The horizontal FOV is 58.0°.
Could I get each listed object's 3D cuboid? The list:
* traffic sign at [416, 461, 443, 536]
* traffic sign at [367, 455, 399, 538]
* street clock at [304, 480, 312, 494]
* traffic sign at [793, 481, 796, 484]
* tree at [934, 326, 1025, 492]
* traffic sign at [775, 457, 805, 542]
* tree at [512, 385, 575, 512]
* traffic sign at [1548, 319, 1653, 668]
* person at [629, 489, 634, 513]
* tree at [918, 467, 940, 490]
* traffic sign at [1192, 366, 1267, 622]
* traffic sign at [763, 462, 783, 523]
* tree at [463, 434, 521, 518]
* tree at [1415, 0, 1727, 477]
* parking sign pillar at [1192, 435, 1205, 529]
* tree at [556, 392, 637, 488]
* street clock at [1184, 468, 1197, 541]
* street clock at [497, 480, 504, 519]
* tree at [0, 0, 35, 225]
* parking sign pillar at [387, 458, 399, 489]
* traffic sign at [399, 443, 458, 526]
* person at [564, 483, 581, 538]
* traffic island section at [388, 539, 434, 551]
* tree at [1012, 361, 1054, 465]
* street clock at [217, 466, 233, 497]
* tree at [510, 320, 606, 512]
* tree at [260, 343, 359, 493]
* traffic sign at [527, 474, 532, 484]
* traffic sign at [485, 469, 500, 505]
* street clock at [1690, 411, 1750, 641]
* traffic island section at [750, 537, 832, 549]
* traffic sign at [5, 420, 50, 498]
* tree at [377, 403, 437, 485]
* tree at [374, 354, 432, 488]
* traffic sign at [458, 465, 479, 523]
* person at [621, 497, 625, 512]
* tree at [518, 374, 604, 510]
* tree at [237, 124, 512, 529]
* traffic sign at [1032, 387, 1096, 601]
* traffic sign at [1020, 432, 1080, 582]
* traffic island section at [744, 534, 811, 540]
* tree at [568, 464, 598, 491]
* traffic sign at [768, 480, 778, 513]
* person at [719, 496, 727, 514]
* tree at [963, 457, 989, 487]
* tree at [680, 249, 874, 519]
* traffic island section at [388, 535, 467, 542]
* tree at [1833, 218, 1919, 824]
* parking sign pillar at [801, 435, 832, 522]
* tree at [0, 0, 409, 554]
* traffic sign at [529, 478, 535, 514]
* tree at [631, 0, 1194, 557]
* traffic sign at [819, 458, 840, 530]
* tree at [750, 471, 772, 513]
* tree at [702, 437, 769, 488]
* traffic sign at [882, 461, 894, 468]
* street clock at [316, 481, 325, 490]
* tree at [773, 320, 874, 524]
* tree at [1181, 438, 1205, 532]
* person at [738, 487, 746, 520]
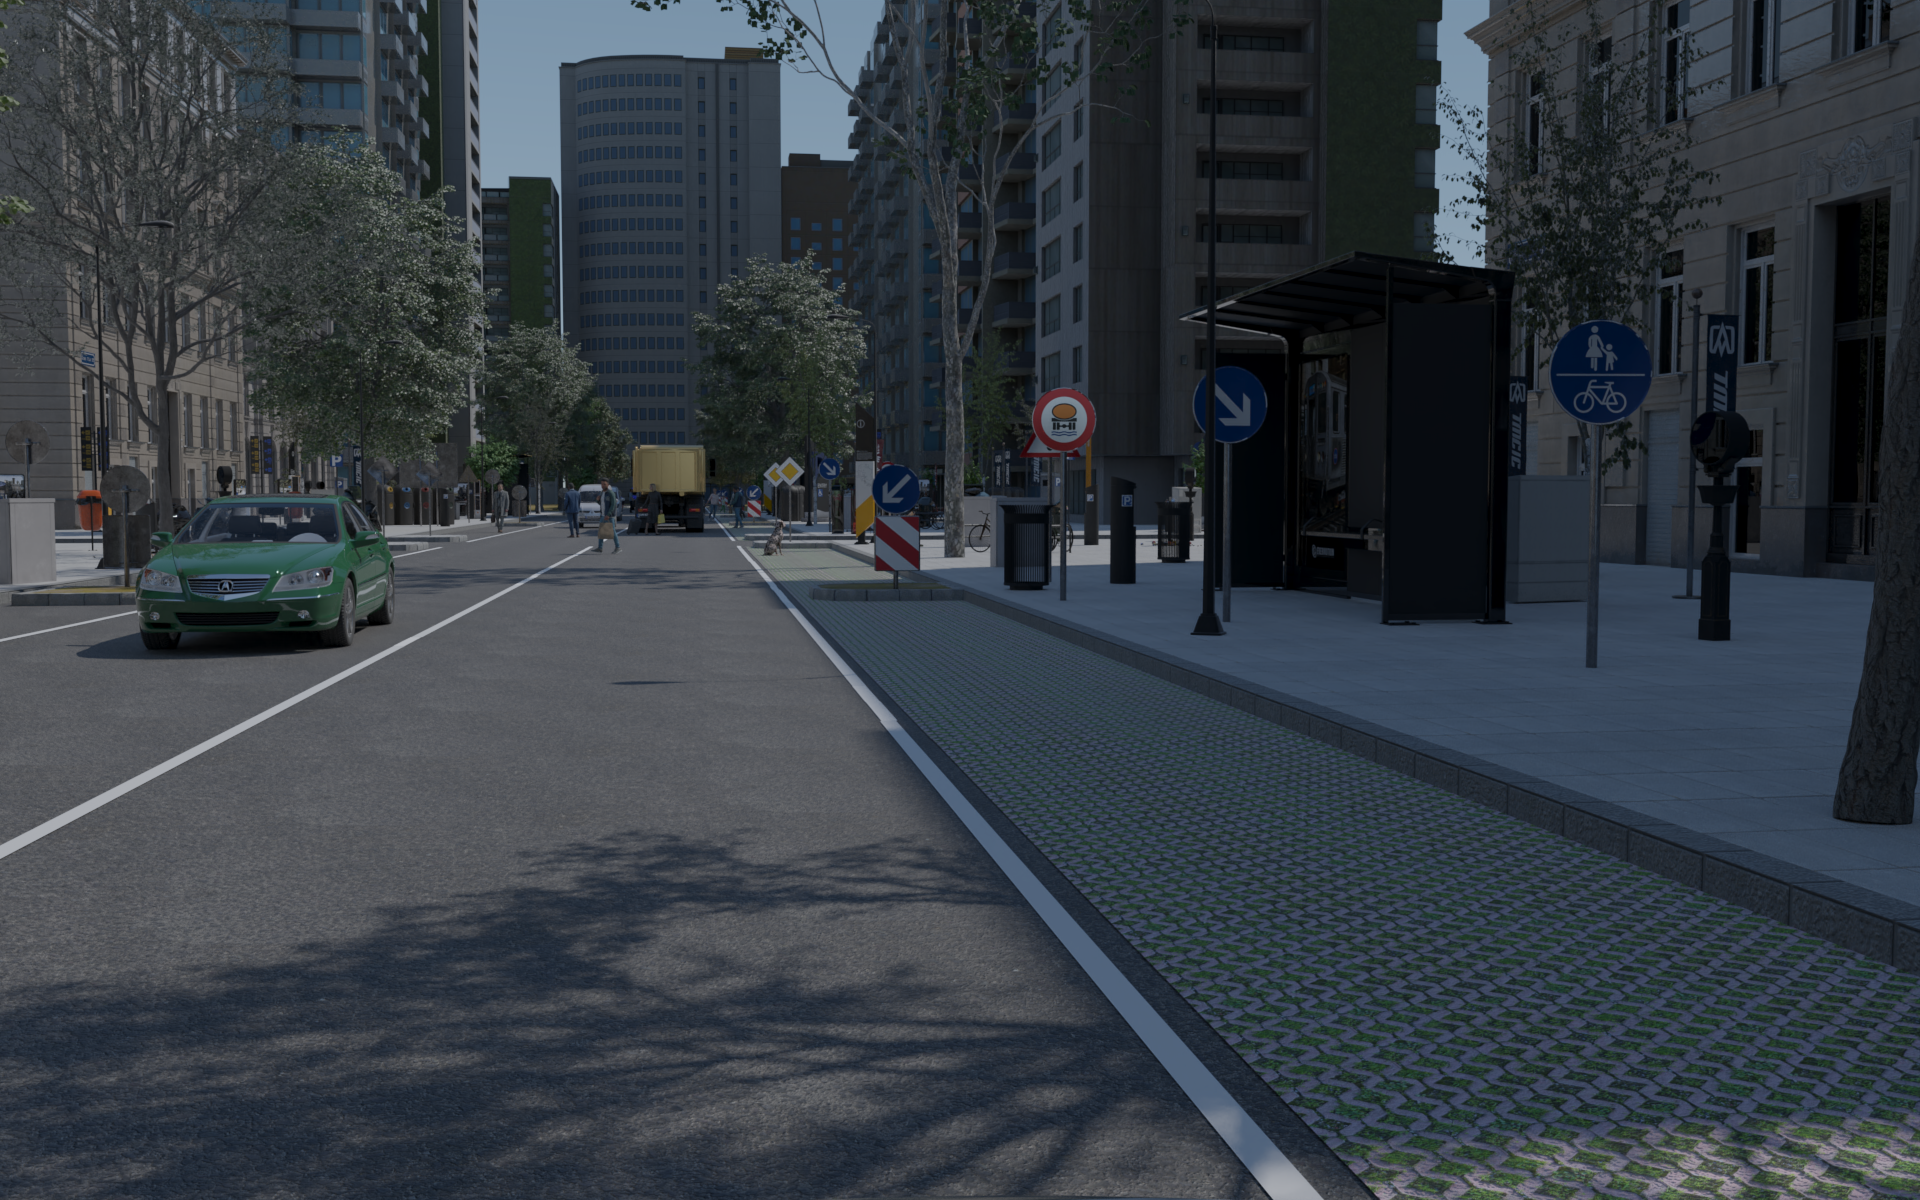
[{"bbox_3d":[-16.147,-3.003,52.746,0.795,2.450,0.064,-1,4,-9],"label":"traffic sign"},{"bbox_3d":[-14.933,-2.521,44.853,0.795,2.450,0.064,-1,4,-9],"label":"traffic sign"},{"bbox_3d":[-34.189,-5.279,90.886,0.358,2.002,0.471,0,4,-2],"label":"street clock"},{"bbox_3d":[-10.358,-6.461,105.740,0.768,2.556,0.104,0,3,0],"label":"traffic sign"},{"bbox_3d":[0.959,-7.701,76.277,4.737,8.622,4.395,0,3,0],"label":"tree"},{"bbox_3d":[-4.557,-2.617,46.423,0.795,2.450,0.064,-1,4,-9],"label":"traffic sign"},{"bbox_3d":[-28.395,-10.225,117.547,4.360,8.622,3.978,0,3,0],"label":"tree"},{"bbox_3d":[4.669,-0.772,12.728,0.768,2.556,0.104,0,4,-2],"label":"traffic sign"},{"bbox_3d":[-25.014,-7.546,131.868,0.705,1.826,1.348,-1,4,-12],"label":"person"},{"bbox_3d":[-2.015,-7.261,113.315,1.663,3.219,1.824,0,3,0],"label":"tree"},{"bbox_3d":[2.676,-1.052,17.311,0.768,2.556,0.104,-1,4,-8],"label":"traffic sign"},{"bbox_3d":[-5.772,-3.099,54.316,0.795,2.450,0.064,-1,4,-9],"label":"traffic sign"},{"bbox_3d":[-25.504,-6.786,94.671,4.285,4.588,4.351,0,3,0],"label":"tree"},{"bbox_3d":[8.651,-4.512,24.133,4.360,8.622,3.978,0,3,0],"label":"tree"},{"bbox_3d":[9.016,-4.616,63.946,1.447,3.967,1.447,2,4,33],"label":"parking sign pillar"},{"bbox_3d":[-41.059,-17.013,195.171,9.611,12.733,9.660,0,3,0],"label":"tree"},{"bbox_3d":[6.302,-2.617,47.366,0.358,2.002,0.471,1,4,20],"label":"street clock"},{"bbox_3d":[-23.944,-5.245,90.324,0.358,2.002,0.471,0,4,-1],"label":"street clock"},{"bbox_3d":[-13.197,-5.987,16.019,7.486,12.596,7.792,0,3,0],"label":"tree"},{"bbox_3d":[-30.898,-6.496,94.683,1.447,3.967,1.447,-3,5,-40],"label":"parking sign pillar"},{"bbox_3d":[-21.182,-4.598,69.046,2.265,3.308,0.079,0,4,-7],"label":"traffic sign"},{"bbox_3d":[-12.727,-2.952,56.955,0.419,1.800,0.721,3,4,37],"label":"person"},{"bbox_3d":[-14.955,-1.384,44.912,2.009,0.180,2.903,-1,4,-9],"label":"traffic island section"},{"bbox_3d":[5.034,-8.779,93.905,4.360,8.622,3.978,0,3,0],"label":"tree"},{"bbox_3d":[-18.878,-2.443,44.507,0.471,2.002,0.358,3,5,44],"label":"street clock"},{"bbox_3d":[-30.497,-13.338,124.726,9.857,13.997,8.962,0,3,0],"label":"tree"},{"bbox_3d":[-31.146,-8.055,82.066,4.360,8.622,3.978,0,3,0],"label":"tree"},{"bbox_3d":[-26.797,-6.523,106.762,0.768,2.556,0.104,0,4,-8],"label":"traffic sign"},{"bbox_3d":[-24.000,-5.432,88.919,0.768,2.556,0.104,0,4,-5],"label":"traffic sign"},{"bbox_3d":[6.624,-0.647,15.152,0.358,2.002,0.471,-1,4,-20],"label":"street clock"},{"bbox_3d":[-4.535,-1.482,46.504,2.009,0.180,2.903,-1,4,-9],"label":"traffic island section"},{"bbox_3d":[-16.011,-1.814,29.758,0.768,2.556,0.104,0,4,0],"label":"traffic sign"},{"bbox_3d":[-31.766,-9.070,98.655,4.737,8.622,4.395,0,3,0],"label":"tree"},{"bbox_3d":[-30.538,-8.532,89.866,4.360,8.622,3.978,0,3,0],"label":"tree"},{"bbox_3d":[-21.823,-4.704,76.915,0.884,2.594,0.081,0,4,-7],"label":"traffic sign"},{"bbox_3d":[-27.766,-7.946,141.643,0.697,1.427,0.421,2,4,26],"label":"person"},{"bbox_3d":[-32.966,-13.283,142.937,9.928,11.665,9.643,0,3,0],"label":"tree"},{"bbox_3d":[-20.636,-9.398,60.311,9.857,13.997,8.962,0,3,0],"label":"tree"},{"bbox_3d":[1.243,-1.265,20.784,0.768,2.556,0.104,0,4,0],"label":"traffic sign"},{"bbox_3d":[1.304,-1.539,25.162,0.884,2.594,0.081,0,4,-2],"label":"traffic sign"},{"bbox_3d":[-5.750,-1.964,54.396,2.009,0.180,2.903,-1,4,-9],"label":"traffic island section"},{"bbox_3d":[-36.964,-11.386,169.881,4.285,4.588,4.351,0,3,0],"label":"tree"},{"bbox_3d":[-10.989,-6.091,101.713,0.606,2.300,0.079,0,4,0],"label":"traffic sign"},{"bbox_3d":[-17.157,-6.884,125.301,0.590,1.304,0.306,2,4,29],"label":"person"},{"bbox_3d":[0.592,-5.853,90.300,1.663,3.219,1.824,0,3,0],"label":"tree"},{"bbox_3d":[-9.220,-11.175,89.364,9.857,13.997,8.962,0,3,0],"label":"tree"},{"bbox_3d":[-16.169,-1.867,52.804,2.009,0.180,2.903,-1,4,-9],"label":"traffic island section"},{"bbox_3d":[3.864,-4.396,6.285,7.601,10.594,8.767,3,4,36],"label":"tree"},{"bbox_3d":[-6.590,-5.573,79.595,1.447,3.967,1.447,2,4,32],"label":"parking sign pillar"},{"bbox_3d":[-17.227,-7.739,36.903,12.009,13.543,11.850,0,3,0],"label":"tree"},{"bbox_3d":[-27.887,-6.744,112.392,0.606,2.300,0.079,0,4,-7],"label":"traffic sign"},{"bbox_3d":[-1.205,-10.862,33.483,12.611,20.169,13.585,0,3,0],"label":"tree"},{"bbox_3d":[-4.627,-3.757,61.535,0.768,2.556,0.104,0,4,-2],"label":"traffic sign"},{"bbox_3d":[-13.671,-7.593,118.753,1.663,3.219,1.824,0,3,0],"label":"tree"},{"bbox_3d":[-26.254,-17.505,203.211,9.611,12.733,9.660,0,3,0],"label":"tree"},{"bbox_3d":[-2.818,-4.121,67.481,0.768,2.556,0.104,0,4,-5],"label":"traffic sign"},{"bbox_3d":[-36.058,-5.697,97.723,0.358,2.002,0.471,1,4,18],"label":"street clock"},{"bbox_3d":[-5.991,-7.545,73.719,4.737,8.622,4.395,0,3,0],"label":"tree"},{"bbox_3d":[8.445,-3.983,59.725,1.663,3.219,1.824,0,3,0],"label":"tree"},{"bbox_3d":[-12.210,-5.361,96.178,0.660,1.820,0.620,3,4,38],"label":"person"}]
